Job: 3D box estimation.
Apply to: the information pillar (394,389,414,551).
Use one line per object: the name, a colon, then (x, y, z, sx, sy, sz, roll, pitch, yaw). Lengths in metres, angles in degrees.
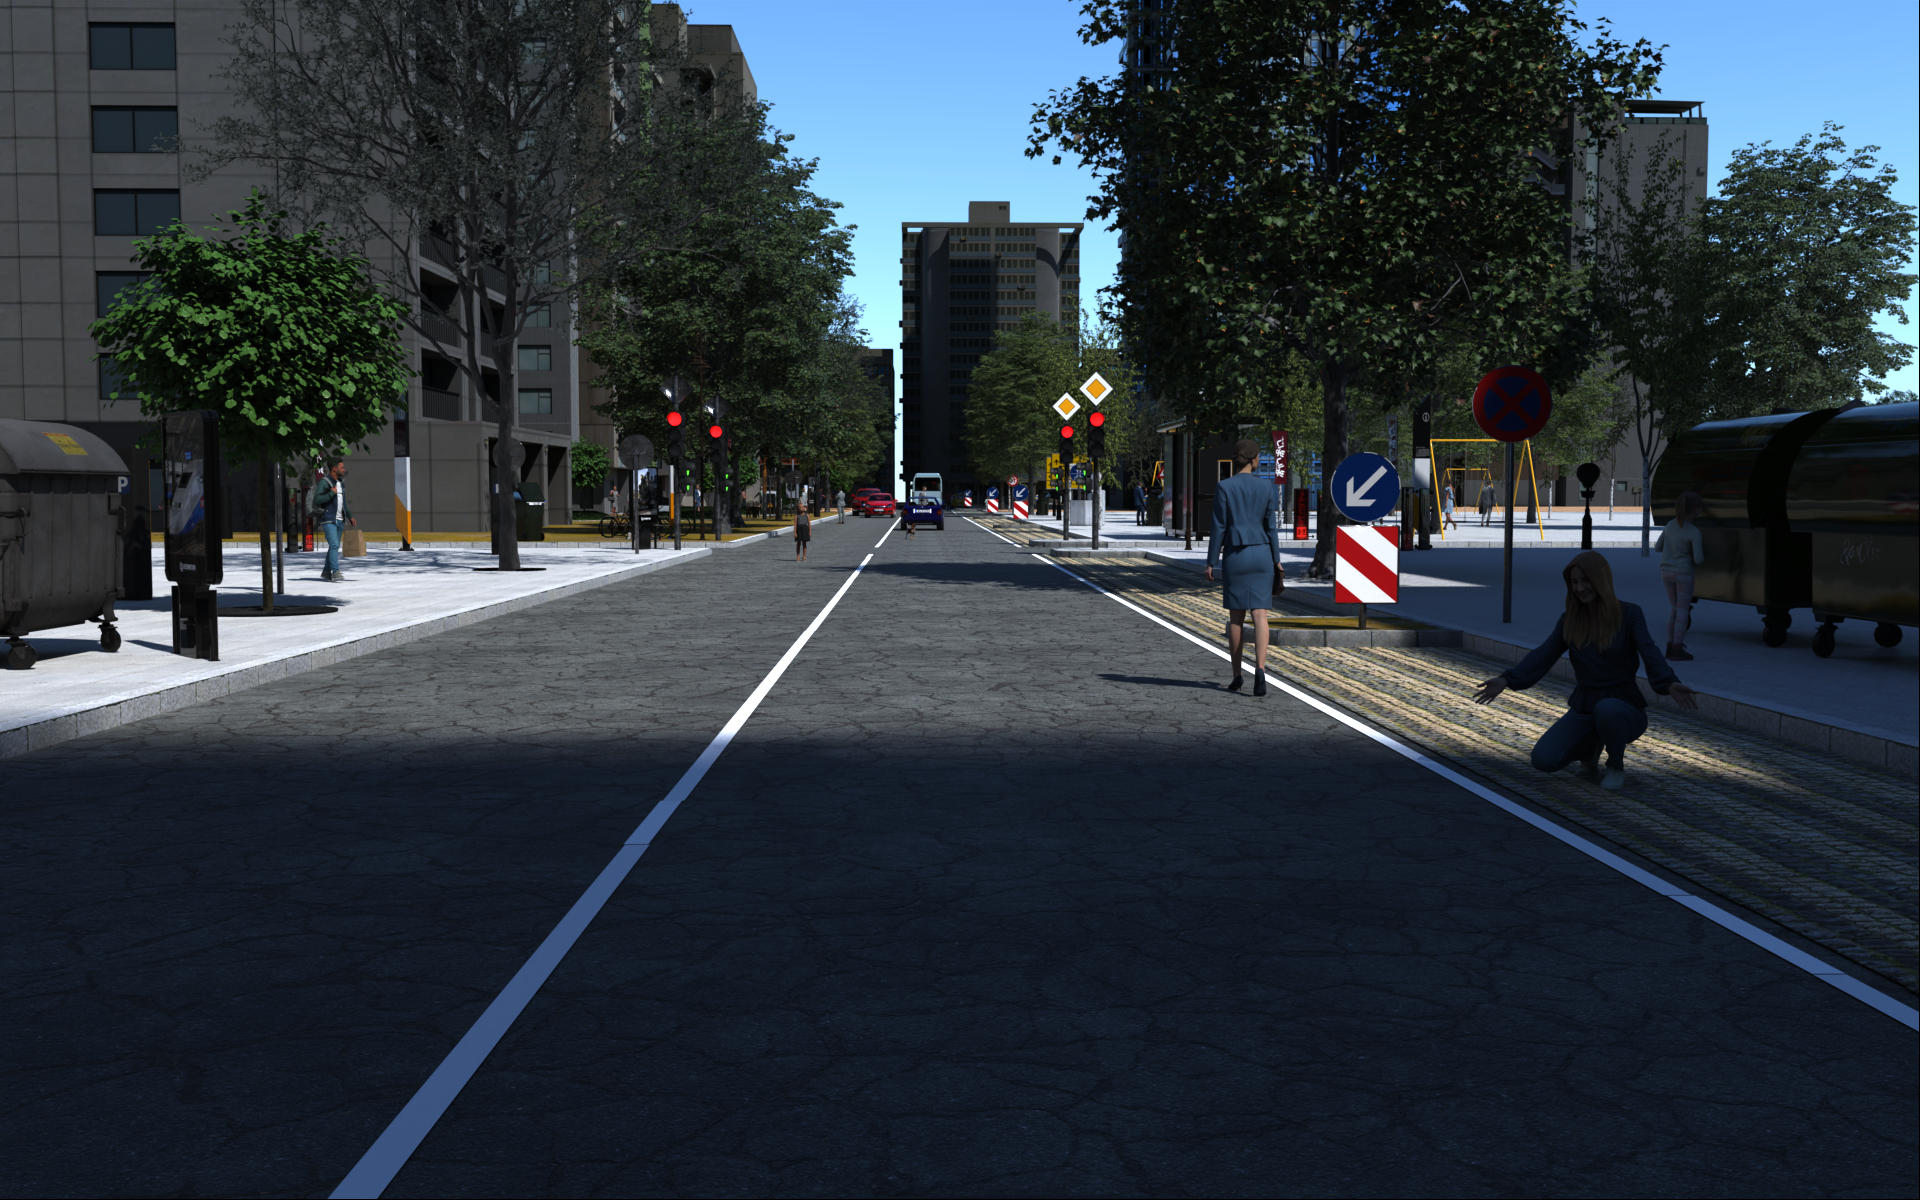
information pillar: (-12.543, -2.913, 38.980, 0.504, 3.616, 0.183, 3, 4, 39)

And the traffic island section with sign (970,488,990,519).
traffic island section with sign: (1.744, -5.557, 99.477, 1.989, 1.847, 2.006, 0, 4, -1)

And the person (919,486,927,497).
person: (-1.775, -4.726, 85.888, 0.853, 1.813, 0.709, 2, 4, 25)

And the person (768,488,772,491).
person: (-13.852, -7.367, 126.941, 0.568, 1.767, 0.683, 0, 4, 3)

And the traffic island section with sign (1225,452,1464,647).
traffic island section with sign: (3.685, -0.514, 17.036, 1.989, 1.847, 2.006, 0, 4, -1)

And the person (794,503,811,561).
person: (-3.359, -1.454, 36.949, 0.362, 1.253, 0.373, -1, 4, -8)

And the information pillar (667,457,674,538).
information pillar: (-8.376, -3.599, 50.195, 0.183, 3.616, 0.504, -1, 4, -16)

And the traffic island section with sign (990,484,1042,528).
traffic island section with sign: (2.392, -3.908, 72.529, 1.989, 1.847, 2.006, 0, 4, -1)

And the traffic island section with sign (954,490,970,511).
traffic island section with sign: (0.576, -8.672, 150.418, 1.989, 1.847, 2.006, 0, 4, -1)

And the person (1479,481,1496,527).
person: (20.695, -3.777, 67.923, 0.709, 1.813, 0.853, 2, 4, 28)

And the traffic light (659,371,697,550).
traffic light: (-6.457, -3.100, 39.601, 0.839, 4.253, 0.868, 0, 4, -1)

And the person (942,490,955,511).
person: (-0.947, -8.305, 145.006, 1.217, 1.743, 0.721, 2, 4, 26)

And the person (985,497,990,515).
person: (1.846, -6.447, 118.183, 0.425, 1.301, 0.394, -3, 5, -40)

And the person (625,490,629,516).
person: (-19.181, -5.797, 100.944, 0.853, 1.813, 0.709, 0, 4, 4)

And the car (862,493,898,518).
car: (-4.837, -5.885, 105.261, 2.155, 1.783, 4.494, 0, 4, 0)

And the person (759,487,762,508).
person: (-12.625, -6.339, 110.166, 0.515, 1.767, 0.782, -2, 4, -24)

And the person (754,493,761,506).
person: (-14.852, -7.598, 130.365, 1.348, 1.812, 0.705, 0, 4, -4)

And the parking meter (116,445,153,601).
parking meter: (-10.011, -0.930, 20.923, 0.399, 1.863, 0.255, 1, 4, 21)

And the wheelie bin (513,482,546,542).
wheelie bin: (-11.757, -2.394, 47.055, 0.693, 1.594, 0.980, 3, 5, 40)

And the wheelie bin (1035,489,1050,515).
wheelie bin: (5.011, -5.896, 104.305, 0.980, 1.594, 0.693, -2, 4, -33)

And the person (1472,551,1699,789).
person: (3.148, 0.340, 8.445, 0.738, 1.151, 1.012, -3, 5, -43)

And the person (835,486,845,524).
person: (-5.797, -4.571, 83.414, 0.466, 1.800, 0.511, 2, 4, 24)

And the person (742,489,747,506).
person: (-16.615, -7.772, 133.819, 0.721, 1.736, 1.217, 0, 4, -1)

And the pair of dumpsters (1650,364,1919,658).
pair of dumpsters: (7.265, -0.703, 13.982, 1.574, 2.255, 4.437, 0, 4, -1)

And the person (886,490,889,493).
person: (-5.886, -7.896, 138.315, 0.721, 1.735, 1.217, 1, 4, 13)

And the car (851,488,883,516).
car: (-6.022, -6.470, 114.452, 2.281, 1.827, 5.304, 0, 4, -1)

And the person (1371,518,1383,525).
person: (16.117, -3.727, 66.997, 0.660, 1.820, 0.620, 3, 5, 41)

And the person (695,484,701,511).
person: (-14.542, -5.479, 95.643, 0.654, 1.822, 0.581, 3, 4, 37)

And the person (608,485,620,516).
person: (-19.674, -5.629, 98.431, 0.716, 1.782, 0.532, -3, 5, -44)

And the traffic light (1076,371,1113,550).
traffic light: (3.101, -3.114, 39.839, 0.839, 4.253, 0.868, 0, 4, -1)

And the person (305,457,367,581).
person: (-9.089, -1.176, 25.255, 0.713, 1.824, 0.794, 2, 4, 31)

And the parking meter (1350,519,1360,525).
parking meter: (7.824, -1.748, 34.296, 0.399, 1.863, 0.255, -2, 4, -31)

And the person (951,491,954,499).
person: (-0.808, -10.560, 181.828, 0.621, 1.740, 0.551, 3, 5, 44)

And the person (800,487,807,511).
person: (-9.656, -6.122, 107.147, 0.512, 1.701, 0.522, -2, 4, -23)

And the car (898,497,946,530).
car: (-1.524, -3.485, 69.566, 1.945, 1.354, 3.894, 0, 4, -2)

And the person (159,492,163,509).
person: (-24.339, -2.920, 53.560, 0.659, 1.850, 0.755, -1, 4, -10)

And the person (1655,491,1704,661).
person: (5.586, -0.189, 13.409, 0.394, 1.301, 0.425, -3, 5, -40)

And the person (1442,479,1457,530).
person: (17.387, -3.382, 61.430, 0.616, 1.811, 0.778, -2, 4, -30)

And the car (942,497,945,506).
car: (-2.468, -10.010, 173.250, 1.945, 1.707, 3.694, 0, 4, -2)

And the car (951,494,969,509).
car: (-0.038, -9.563, 166.572, 2.015, 1.641, 3.980, 0, 4, -3)

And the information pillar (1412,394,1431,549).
information pillar: (10.737, -2.993, 40.293, 0.504, 3.616, 0.183, -2, 4, -29)

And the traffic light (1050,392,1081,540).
traffic light: (2.915, -3.603, 47.822, 0.839, 4.253, 0.868, 0, 4, -1)

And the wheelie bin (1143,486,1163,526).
wheelie bin: (7.858, -3.770, 69.541, 0.980, 1.594, 0.693, 0, 4, -3)

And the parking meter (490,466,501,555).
parking meter: (-9.693, -1.887, 36.563, 0.399, 1.863, 0.255, -1, 4, -12)

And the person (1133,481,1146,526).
person: (7.329, -3.926, 70.409, 0.419, 1.800, 0.721, -2, 4, -33)

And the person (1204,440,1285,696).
person: (2.044, -0.239, 12.436, 0.581, 1.822, 0.654, 0, 4, 8)

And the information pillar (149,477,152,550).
information pillar: (-18.279, -2.087, 38.612, 0.304, 2.012, 0.304, 1, 4, 22)

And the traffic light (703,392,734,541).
traffic light: (-6.643, -3.588, 47.584, 0.839, 4.253, 0.868, 0, 4, -1)

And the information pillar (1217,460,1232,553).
information pillar: (5.730, -2.021, 37.528, 0.304, 2.012, 0.304, 0, 4, 5)

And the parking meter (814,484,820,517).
parking meter: (-7.978, -5.560, 96.625, 0.255, 1.863, 0.399, -2, 4, -25)

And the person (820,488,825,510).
person: (-10.916, -7.960, 136.638, 0.568, 1.767, 0.683, 0, 4, -5)

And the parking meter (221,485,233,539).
parking meter: (-21.011, -2.514, 49.518, 0.372, 1.533, 0.369, 0, 3, 0)
